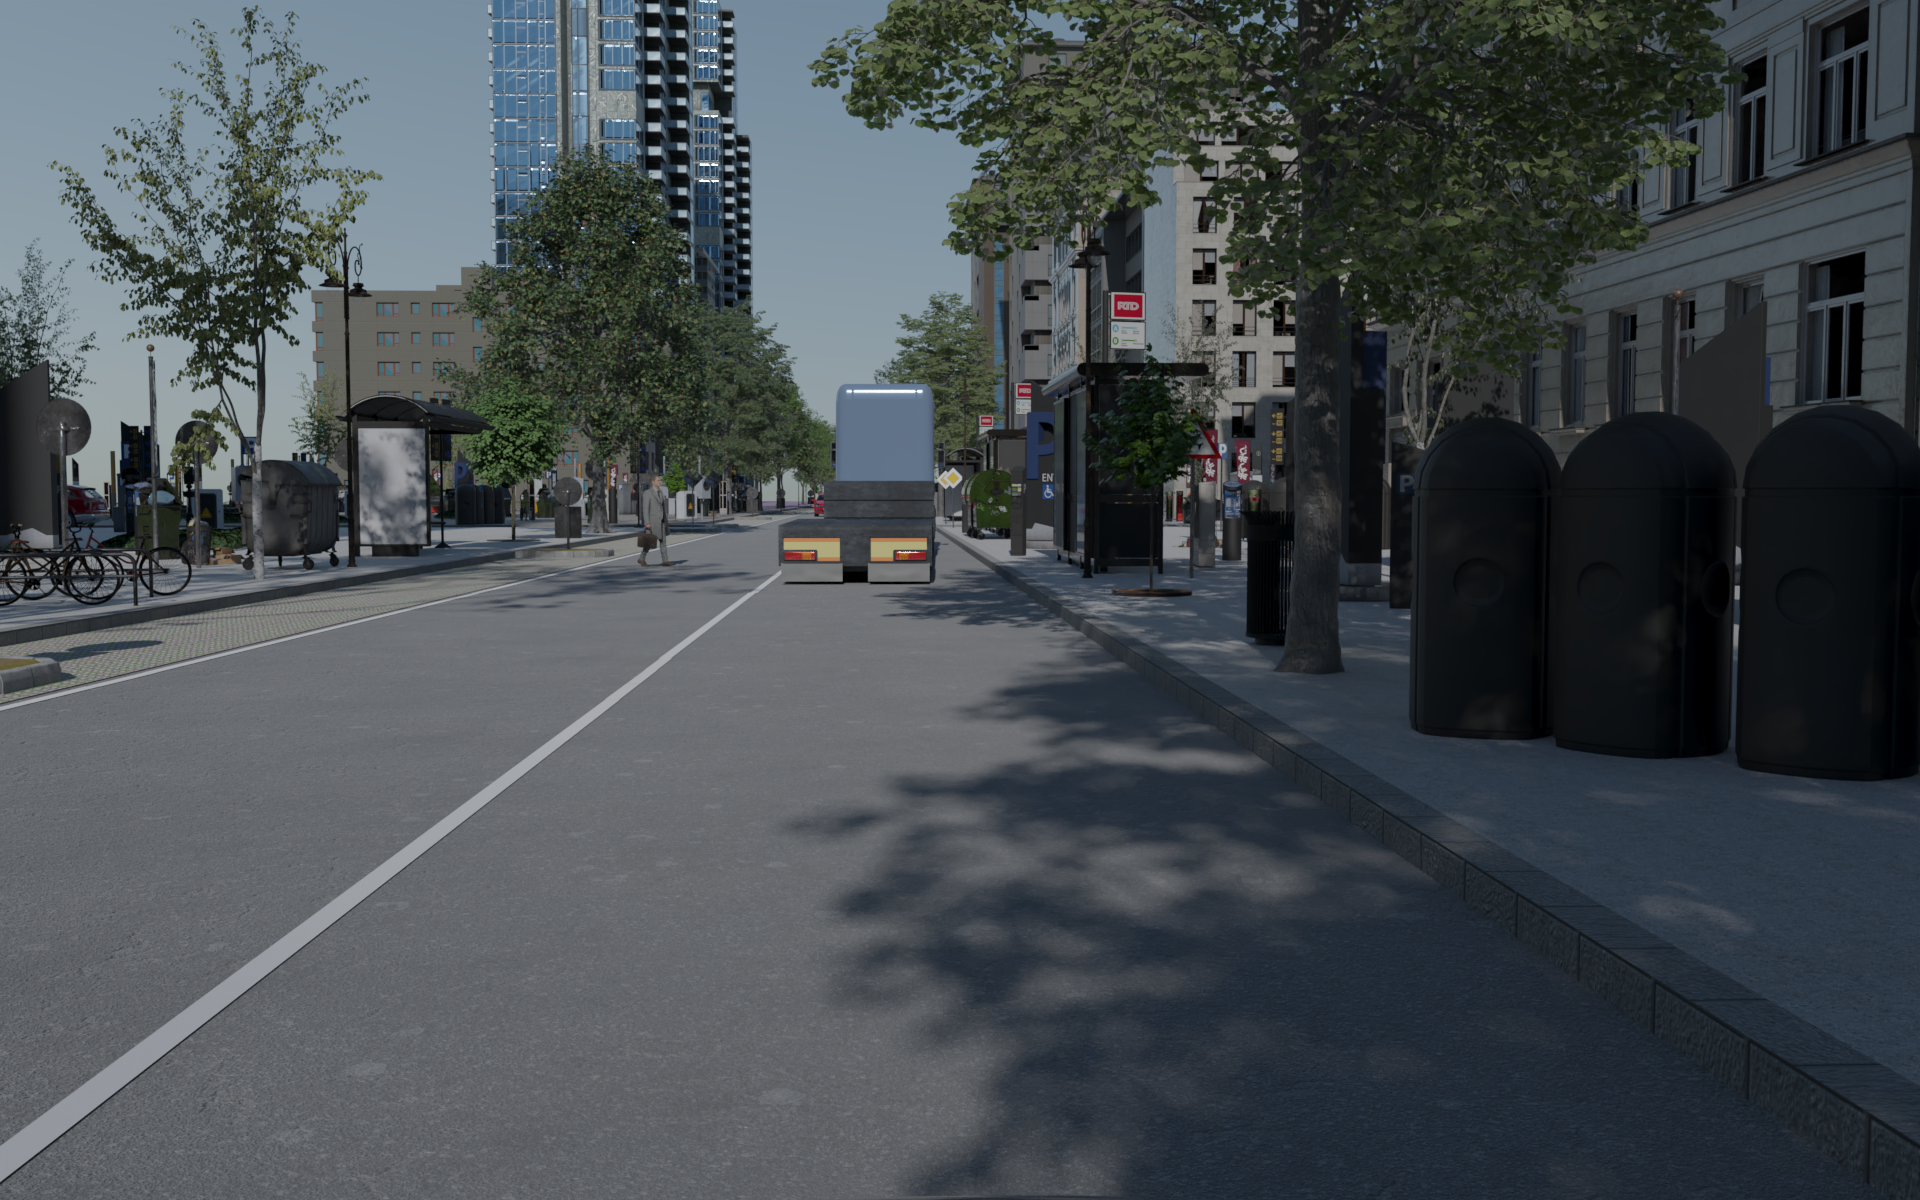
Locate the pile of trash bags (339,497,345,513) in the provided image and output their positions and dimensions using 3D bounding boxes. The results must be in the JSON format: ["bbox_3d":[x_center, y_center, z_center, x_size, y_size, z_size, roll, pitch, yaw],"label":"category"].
[{"bbox_3d":[-44.493,-6.784,120.670,3.447,1.369,1.912,-1,4,-8],"label":"pile of trash bags"}]

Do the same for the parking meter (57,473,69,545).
[{"bbox_3d":[-22.755,-2.326,43.738,0.399,1.863,0.255,-2,4,-30],"label":"parking meter"}]

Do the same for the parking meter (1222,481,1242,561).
[{"bbox_3d":[5.247,-1.528,33.397,0.372,1.533,0.369,0,3,0],"label":"parking meter"}]

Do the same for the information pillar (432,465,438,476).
[{"bbox_3d":[-42.578,-9.122,140.500,0.504,3.616,0.183,-2,4,-33],"label":"information pillar"}]

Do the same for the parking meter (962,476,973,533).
[{"bbox_3d":[0.274,-3.143,57.105,0.399,1.863,0.255,-1,4,-12],"label":"parking meter"}]

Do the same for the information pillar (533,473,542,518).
[{"bbox_3d":[-23.053,-6.306,94.452,0.504,3.616,0.183,-2,4,-31],"label":"information pillar"}]

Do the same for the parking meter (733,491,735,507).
[{"bbox_3d":[-19.461,-8.552,148.237,0.372,1.533,0.369,0,3,0],"label":"parking meter"}]

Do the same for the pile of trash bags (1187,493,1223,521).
[{"bbox_3d":[12.458,-4.517,83.609,3.447,1.369,1.912,3,4,38],"label":"pile of trash bags"}]

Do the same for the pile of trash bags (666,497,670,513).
[{"bbox_3d":[-20.341,-6.520,116.350,1.912,1.369,3.447,-2,4,-26],"label":"pile of trash bags"}]

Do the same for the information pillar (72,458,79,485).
[{"bbox_3d":[-56.923,-7.348,111.493,0.183,3.616,0.504,1,4,19],"label":"information pillar"}]

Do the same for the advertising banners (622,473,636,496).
[{"bbox_3d":[-26.518,-8.845,140.809,2.074,3.025,0.090,1,4,17],"label":"advertising banners"}]

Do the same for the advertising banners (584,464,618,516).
[{"bbox_3d":[-21.224,-6.496,102.392,2.074,3.025,0.090,0,4,2],"label":"advertising banners"}]

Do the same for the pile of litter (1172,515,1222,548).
[{"bbox_3d":[5.872,-1.693,41.650,1.176,0.858,1.719,-2,4,-27],"label":"pile of litter"}]

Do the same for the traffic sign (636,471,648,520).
[{"bbox_3d":[-15.576,-5.157,84.419,0.768,2.556,0.104,0,4,3],"label":"traffic sign"}]

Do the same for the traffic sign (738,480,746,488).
[{"bbox_3d":[-18.499,-8.943,146.318,0.768,2.556,0.104,0,4,2],"label":"traffic sign"}]

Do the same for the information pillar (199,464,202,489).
[{"bbox_3d":[-48.374,-7.270,110.221,0.183,3.616,0.504,0,4,7],"label":"information pillar"}]

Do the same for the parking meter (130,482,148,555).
[{"bbox_3d":[-17.125,-1.709,36.349,0.372,1.533,0.369,0,3,0],"label":"parking meter"}]

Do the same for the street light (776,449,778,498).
[{"bbox_3d":[-15.827,-10.848,150.154,0.468,5.910,1.993,0,4,-3],"label":"street light"}]

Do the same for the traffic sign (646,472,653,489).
[{"bbox_3d":[-15.950,-5.360,88.820,0.795,2.450,0.064,0,3,0],"label":"traffic sign"}]

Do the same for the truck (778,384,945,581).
[{"bbox_3d":[-1.765,-2.860,36.528,2.967,4.110,18.799,0,4,-1],"label":"truck"}]

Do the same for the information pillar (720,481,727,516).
[{"bbox_3d":[-13.621,-5.820,99.645,0.304,2.012,0.304,-3,5,-45],"label":"information pillar"}]

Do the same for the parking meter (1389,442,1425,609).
[{"bbox_3d":[5.033,-0.835,19.368,0.399,1.863,0.255,2,4,30],"label":"parking meter"}]

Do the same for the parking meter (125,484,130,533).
[{"bbox_3d":[-20.792,-2.152,43.593,0.372,1.533,0.369,0,3,0],"label":"parking meter"}]

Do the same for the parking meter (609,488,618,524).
[{"bbox_3d":[-14.987,-4.062,74.826,0.372,1.533,0.369,0,3,0],"label":"parking meter"}]

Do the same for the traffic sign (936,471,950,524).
[{"bbox_3d":[-0.612,-4.293,73.832,0.795,2.450,0.064,0,4,-3],"label":"traffic sign"}]

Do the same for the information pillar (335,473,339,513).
[{"bbox_3d":[-21.562,-3.363,59.482,0.304,2.012,0.304,1,4,18],"label":"information pillar"}]

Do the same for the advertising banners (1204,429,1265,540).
[{"bbox_3d":[7.293,-3.066,46.318,0.090,3.025,2.074,-3,5,-44],"label":"advertising banners"}]

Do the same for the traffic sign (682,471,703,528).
[{"bbox_3d":[-10.096,-3.780,65.444,0.795,2.450,0.064,0,4,-3],"label":"traffic sign"}]

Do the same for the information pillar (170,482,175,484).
[{"bbox_3d":[-49.794,-6.428,109.593,0.304,2.012,0.304,-1,4,-16],"label":"information pillar"}]

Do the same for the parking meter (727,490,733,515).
[{"bbox_3d":[-14.440,-6.027,106.954,0.372,1.533,0.369,0,3,0],"label":"parking meter"}]

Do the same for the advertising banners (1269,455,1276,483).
[{"bbox_3d":[9.830,-3.635,55.622,2.074,3.025,0.090,1,4,17],"label":"advertising banners"}]

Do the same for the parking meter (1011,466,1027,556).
[{"bbox_3d":[1.215,-1.848,35.933,0.255,1.863,0.399,1,4,17],"label":"parking meter"}]

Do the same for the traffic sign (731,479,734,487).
[{"bbox_3d":[-18.238,-8.355,136.703,0.768,2.556,0.104,0,4,1],"label":"traffic sign"}]

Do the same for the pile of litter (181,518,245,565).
[{"bbox_3d":[-13.800,-1.106,32.044,1.176,0.858,1.719,0,4,2],"label":"pile of litter"}]

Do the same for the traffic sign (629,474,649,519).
[{"bbox_3d":[-14.202,-4.686,76.627,0.884,2.594,0.081,0,4,5],"label":"traffic sign"}]

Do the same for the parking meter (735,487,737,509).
[{"bbox_3d":[-18.750,-8.538,145.308,0.255,1.863,0.399,0,4,4],"label":"parking meter"}]

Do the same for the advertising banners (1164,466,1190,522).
[{"bbox_3d":[10.186,-5.151,80.404,2.074,3.025,0.090,-3,5,-44],"label":"advertising banners"}]

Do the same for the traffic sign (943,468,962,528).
[{"bbox_3d":[-0.261,-3.805,65.855,0.795,2.450,0.064,0,4,-3],"label":"traffic sign"}]

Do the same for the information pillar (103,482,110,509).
[{"bbox_3d":[-51.377,-6.104,104.294,0.304,2.012,0.304,-1,4,-20],"label":"information pillar"}]

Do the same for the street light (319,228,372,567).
[{"bbox_3d":[-10.671,-3.513,30.222,0.468,5.910,1.993,0,4,-3],"label":"street light"}]

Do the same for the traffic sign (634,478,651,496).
[{"bbox_3d":[-16.050,-5.355,87.561,0.884,2.594,0.081,0,4,6],"label":"traffic sign"}]

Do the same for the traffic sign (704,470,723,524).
[{"bbox_3d":[-10.448,-4.268,73.421,0.795,2.450,0.064,0,4,-3],"label":"traffic sign"}]

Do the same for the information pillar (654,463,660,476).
[{"bbox_3d":[-22.871,-8.524,130.726,0.504,3.616,0.183,2,4,32],"label":"information pillar"}]

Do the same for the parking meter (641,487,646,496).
[{"bbox_3d":[-25.582,-8.217,140.053,0.255,1.863,0.399,-3,5,-43],"label":"parking meter"}]

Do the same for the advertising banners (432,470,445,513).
[{"bbox_3d":[-37.924,-8.029,127.462,2.074,3.025,0.090,1,4,17],"label":"advertising banners"}]

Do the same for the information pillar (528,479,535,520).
[{"bbox_3d":[-21.148,-4.958,85.549,0.304,2.012,0.304,-1,4,-16],"label":"information pillar"}]

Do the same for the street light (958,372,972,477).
[{"bbox_3d":[0.189,-5.669,65.474,0.468,5.910,1.993,0,4,-3],"label":"street light"}]

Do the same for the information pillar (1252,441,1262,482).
[{"bbox_3d":[13.105,-5.198,76.343,0.504,3.616,0.183,3,5,44],"label":"information pillar"}]

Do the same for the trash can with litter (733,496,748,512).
[{"bbox_3d":[-15.862,-6.998,125.802,1.055,1.170,0.624,2,4,30],"label":"trash can with litter"}]

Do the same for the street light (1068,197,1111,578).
[{"bbox_3d":[1.948,-3.273,26.294,0.468,5.910,1.993,0,4,-3],"label":"street light"}]
